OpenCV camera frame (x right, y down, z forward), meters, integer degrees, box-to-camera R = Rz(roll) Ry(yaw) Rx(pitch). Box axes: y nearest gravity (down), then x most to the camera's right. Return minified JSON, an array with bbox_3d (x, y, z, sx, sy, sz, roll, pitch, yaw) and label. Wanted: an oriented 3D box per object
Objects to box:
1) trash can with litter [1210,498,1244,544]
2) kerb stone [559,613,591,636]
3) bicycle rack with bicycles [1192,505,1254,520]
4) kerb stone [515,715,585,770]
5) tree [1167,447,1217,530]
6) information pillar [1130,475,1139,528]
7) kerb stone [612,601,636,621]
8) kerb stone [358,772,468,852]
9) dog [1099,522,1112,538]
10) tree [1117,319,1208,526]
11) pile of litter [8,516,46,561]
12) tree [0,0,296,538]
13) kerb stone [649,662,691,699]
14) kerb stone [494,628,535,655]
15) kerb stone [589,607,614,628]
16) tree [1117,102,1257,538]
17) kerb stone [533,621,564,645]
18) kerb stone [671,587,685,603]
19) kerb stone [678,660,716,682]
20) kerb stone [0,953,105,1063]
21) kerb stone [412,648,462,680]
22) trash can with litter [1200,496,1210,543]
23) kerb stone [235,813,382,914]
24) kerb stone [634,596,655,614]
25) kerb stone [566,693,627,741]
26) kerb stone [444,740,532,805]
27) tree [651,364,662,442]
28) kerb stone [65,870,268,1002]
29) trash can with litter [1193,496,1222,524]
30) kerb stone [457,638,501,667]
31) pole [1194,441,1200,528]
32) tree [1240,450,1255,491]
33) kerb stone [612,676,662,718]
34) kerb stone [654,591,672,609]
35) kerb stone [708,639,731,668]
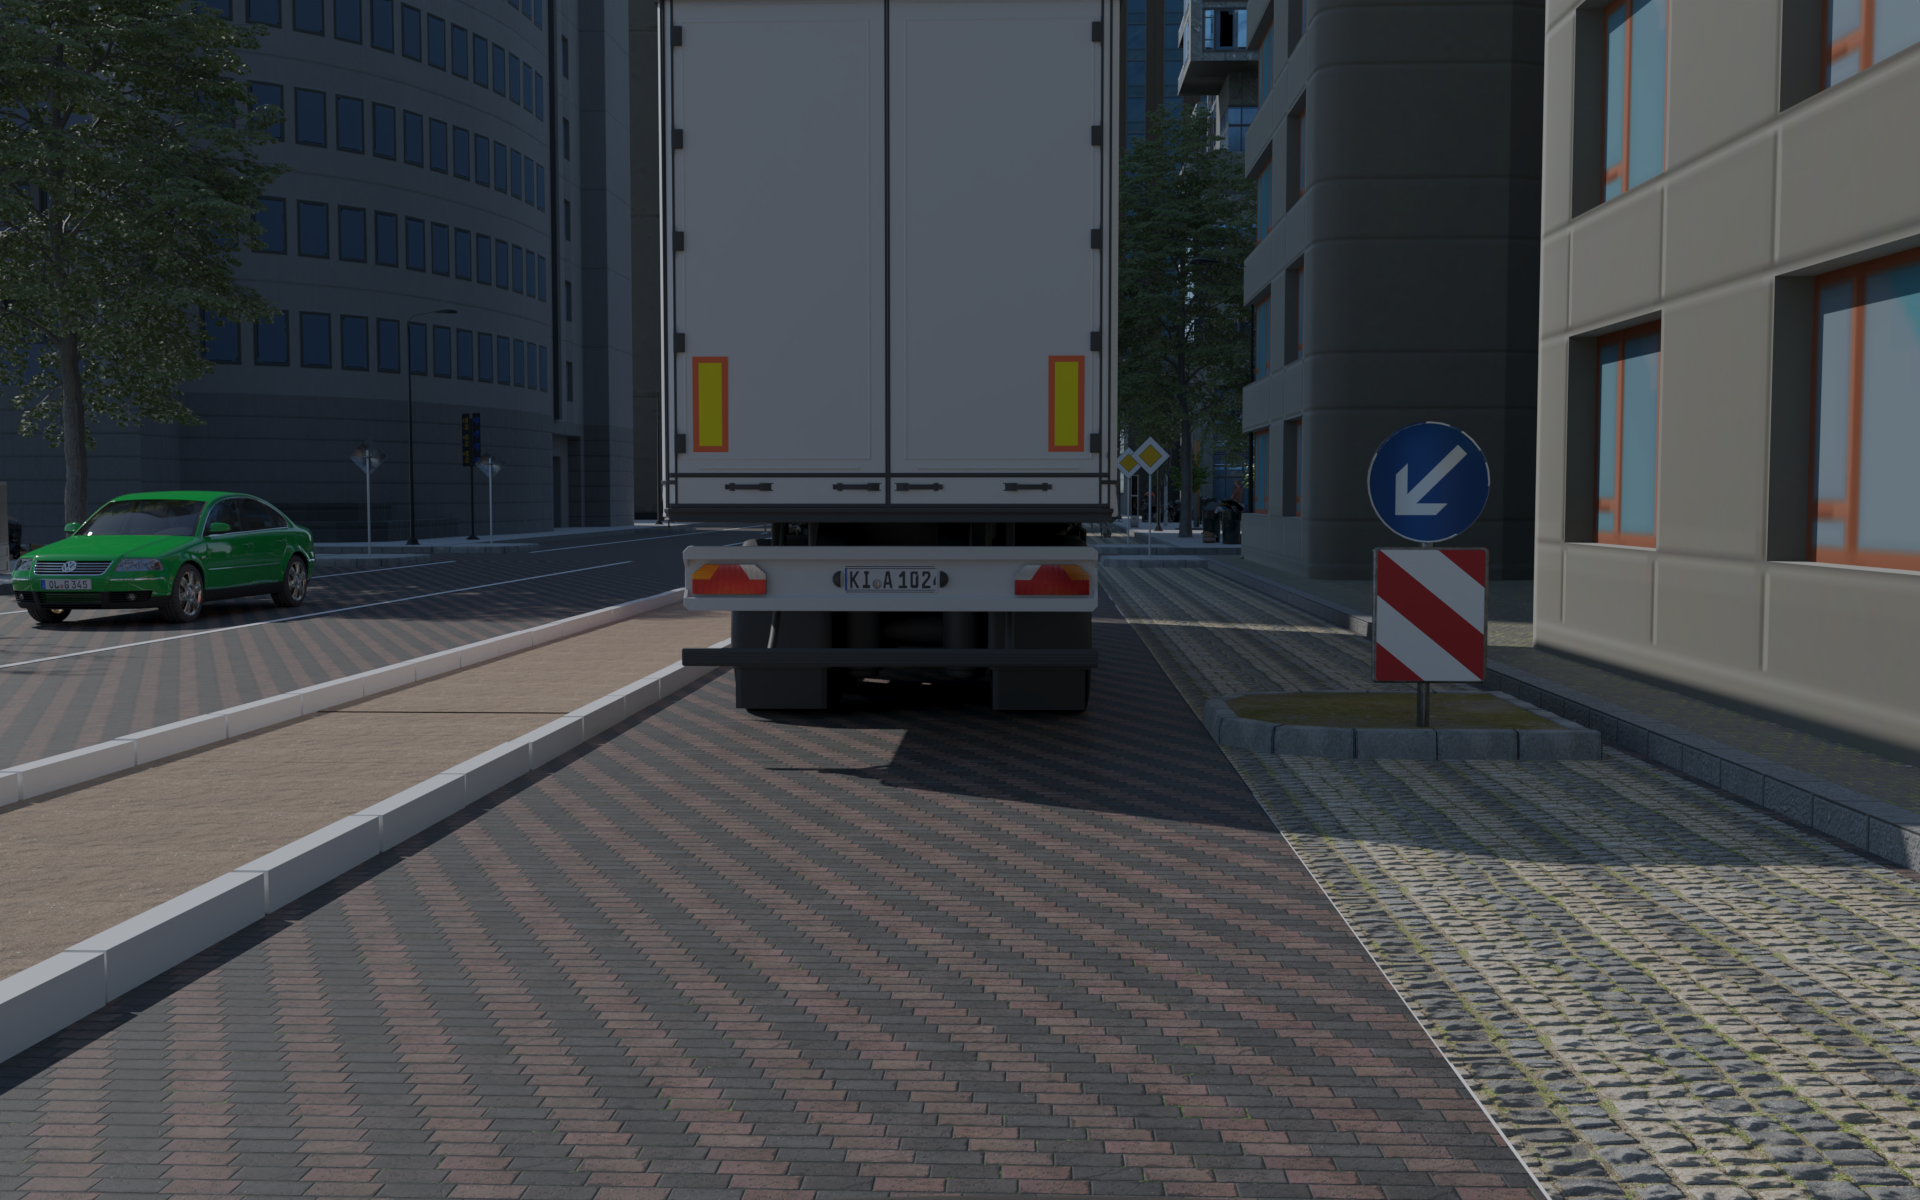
[{"bbox_3d":[7.046,-2.016,44.347,0.624,1.170,1.055,3,5,43],"label":"trash can with litter"},{"bbox_3d":[-4.003,0.270,17.777,0.120,0.150,1.000,0,4,2],"label":"kerb stone"},{"bbox_3d":[12.134,-4.095,80.333,2.925,0.926,2.852,1,4,23],"label":"bicycle rack with bicycles"},{"bbox_3d":[-2.255,0.780,9.479,0.120,0.150,1.000,0,4,2],"label":"kerb stone"},{"bbox_3d":[8.225,-4.156,62.557,1.663,3.219,1.824,0,3,0],"label":"tree"},{"bbox_3d":[6.706,-3.788,66.420,0.304,2.012,0.304,1,4,12],"label":"information pillar"},{"bbox_3d":[-3.910,0.145,19.823,0.120,0.150,1.000,0,4,2],"label":"kerb stone"},{"bbox_3d":[-2.346,0.903,7.428,0.120,0.150,1.000,0,4,2],"label":"kerb stone"},{"bbox_3d":[4.678,-2.424,56.472,0.513,0.831,0.800,1,4,17],"label":"dog"},{"bbox_3d":[8.436,-7.639,75.267,4.360,8.622,3.978,0,3,0],"label":"tree"},{"bbox_3d":[-18.413,-1.224,33.980,1.176,0.858,1.719,2,4,34],"label":"pile of litter"},{"bbox_3d":[-14.659,-6.721,28.017,7.486,12.596,7.792,0,3,0],"label":"tree"},{"bbox_3d":[-2.126,0.589,12.565,0.120,0.150,1.000,0,4,2],"label":"kerb stone"},{"bbox_3d":[-4.093,0.395,15.734,0.120,0.150,1.000,0,4,2],"label":"kerb stone"},{"bbox_3d":[-3.960,0.209,18.798,0.120,0.150,1.000,0,4,2],"label":"kerb stone"},{"bbox_3d":[6.374,-8.141,51.228,7.486,12.596,7.792,0,3,0],"label":"tree"},{"bbox_3d":[-4.047,0.337,16.756,0.120,0.150,1.000,0,4,2],"label":"kerb stone"},{"bbox_3d":[-3.785,-0.043,22.893,0.120,0.150,1.000,0,4,2],"label":"kerb stone"},{"bbox_3d":[-2.087,0.526,13.590,0.120,0.150,1.000,0,4,2],"label":"kerb stone"},{"bbox_3d":[-2.476,1.092,4.354,0.120,0.150,1.000,0,4,2],"label":"kerb stone"},{"bbox_3d":[-4.179,0.520,13.690,0.120,0.150,1.000,0,4,2],"label":"kerb stone"},{"bbox_3d":[6.656,-2.089,45.542,0.624,1.170,1.055,1,4,11],"label":"trash can with litter"},{"bbox_3d":[-2.396,0.966,6.407,0.120,0.150,1.000,0,4,2],"label":"kerb stone"},{"bbox_3d":[-3.873,0.083,20.846,0.120,0.150,1.000,0,4,2],"label":"kerb stone"},{"bbox_3d":[-2.212,0.715,10.510,0.120,0.150,1.000,0,4,2],"label":"kerb stone"},{"bbox_3d":[-2.308,0.840,8.456,0.120,0.150,1.000,0,4,2],"label":"kerb stone"},{"bbox_3d":[-12.677,-8.033,81.702,4.360,8.622,3.978,0,3,0],"label":"tree"},{"bbox_3d":[-2.439,1.029,5.376,0.120,0.150,1.000,0,4,2],"label":"kerb stone"},{"bbox_3d":[10.747,-3.836,73.768,2.233,1.210,1.678,-3,5,-43],"label":"trash can with litter"},{"bbox_3d":[-4.133,0.458,14.711,0.120,0.150,1.000,0,4,2],"label":"kerb stone"},{"bbox_3d":[9.079,-4.436,66.366,0.158,3.312,0.155,0,3,0],"label":"pole"},{"bbox_3d":[10.386,-3.914,58.599,1.663,3.219,1.824,0,3,0],"label":"tree"},{"bbox_3d":[-2.172,0.652,11.535,0.120,0.150,1.000,0,4,2],"label":"kerb stone"},{"bbox_3d":[-3.829,0.026,21.868,0.120,0.150,1.000,0,4,2],"label":"kerb stone"},{"bbox_3d":[-2.046,0.466,14.612,0.120,0.150,1.000,0,4,2],"label":"kerb stone"}]
